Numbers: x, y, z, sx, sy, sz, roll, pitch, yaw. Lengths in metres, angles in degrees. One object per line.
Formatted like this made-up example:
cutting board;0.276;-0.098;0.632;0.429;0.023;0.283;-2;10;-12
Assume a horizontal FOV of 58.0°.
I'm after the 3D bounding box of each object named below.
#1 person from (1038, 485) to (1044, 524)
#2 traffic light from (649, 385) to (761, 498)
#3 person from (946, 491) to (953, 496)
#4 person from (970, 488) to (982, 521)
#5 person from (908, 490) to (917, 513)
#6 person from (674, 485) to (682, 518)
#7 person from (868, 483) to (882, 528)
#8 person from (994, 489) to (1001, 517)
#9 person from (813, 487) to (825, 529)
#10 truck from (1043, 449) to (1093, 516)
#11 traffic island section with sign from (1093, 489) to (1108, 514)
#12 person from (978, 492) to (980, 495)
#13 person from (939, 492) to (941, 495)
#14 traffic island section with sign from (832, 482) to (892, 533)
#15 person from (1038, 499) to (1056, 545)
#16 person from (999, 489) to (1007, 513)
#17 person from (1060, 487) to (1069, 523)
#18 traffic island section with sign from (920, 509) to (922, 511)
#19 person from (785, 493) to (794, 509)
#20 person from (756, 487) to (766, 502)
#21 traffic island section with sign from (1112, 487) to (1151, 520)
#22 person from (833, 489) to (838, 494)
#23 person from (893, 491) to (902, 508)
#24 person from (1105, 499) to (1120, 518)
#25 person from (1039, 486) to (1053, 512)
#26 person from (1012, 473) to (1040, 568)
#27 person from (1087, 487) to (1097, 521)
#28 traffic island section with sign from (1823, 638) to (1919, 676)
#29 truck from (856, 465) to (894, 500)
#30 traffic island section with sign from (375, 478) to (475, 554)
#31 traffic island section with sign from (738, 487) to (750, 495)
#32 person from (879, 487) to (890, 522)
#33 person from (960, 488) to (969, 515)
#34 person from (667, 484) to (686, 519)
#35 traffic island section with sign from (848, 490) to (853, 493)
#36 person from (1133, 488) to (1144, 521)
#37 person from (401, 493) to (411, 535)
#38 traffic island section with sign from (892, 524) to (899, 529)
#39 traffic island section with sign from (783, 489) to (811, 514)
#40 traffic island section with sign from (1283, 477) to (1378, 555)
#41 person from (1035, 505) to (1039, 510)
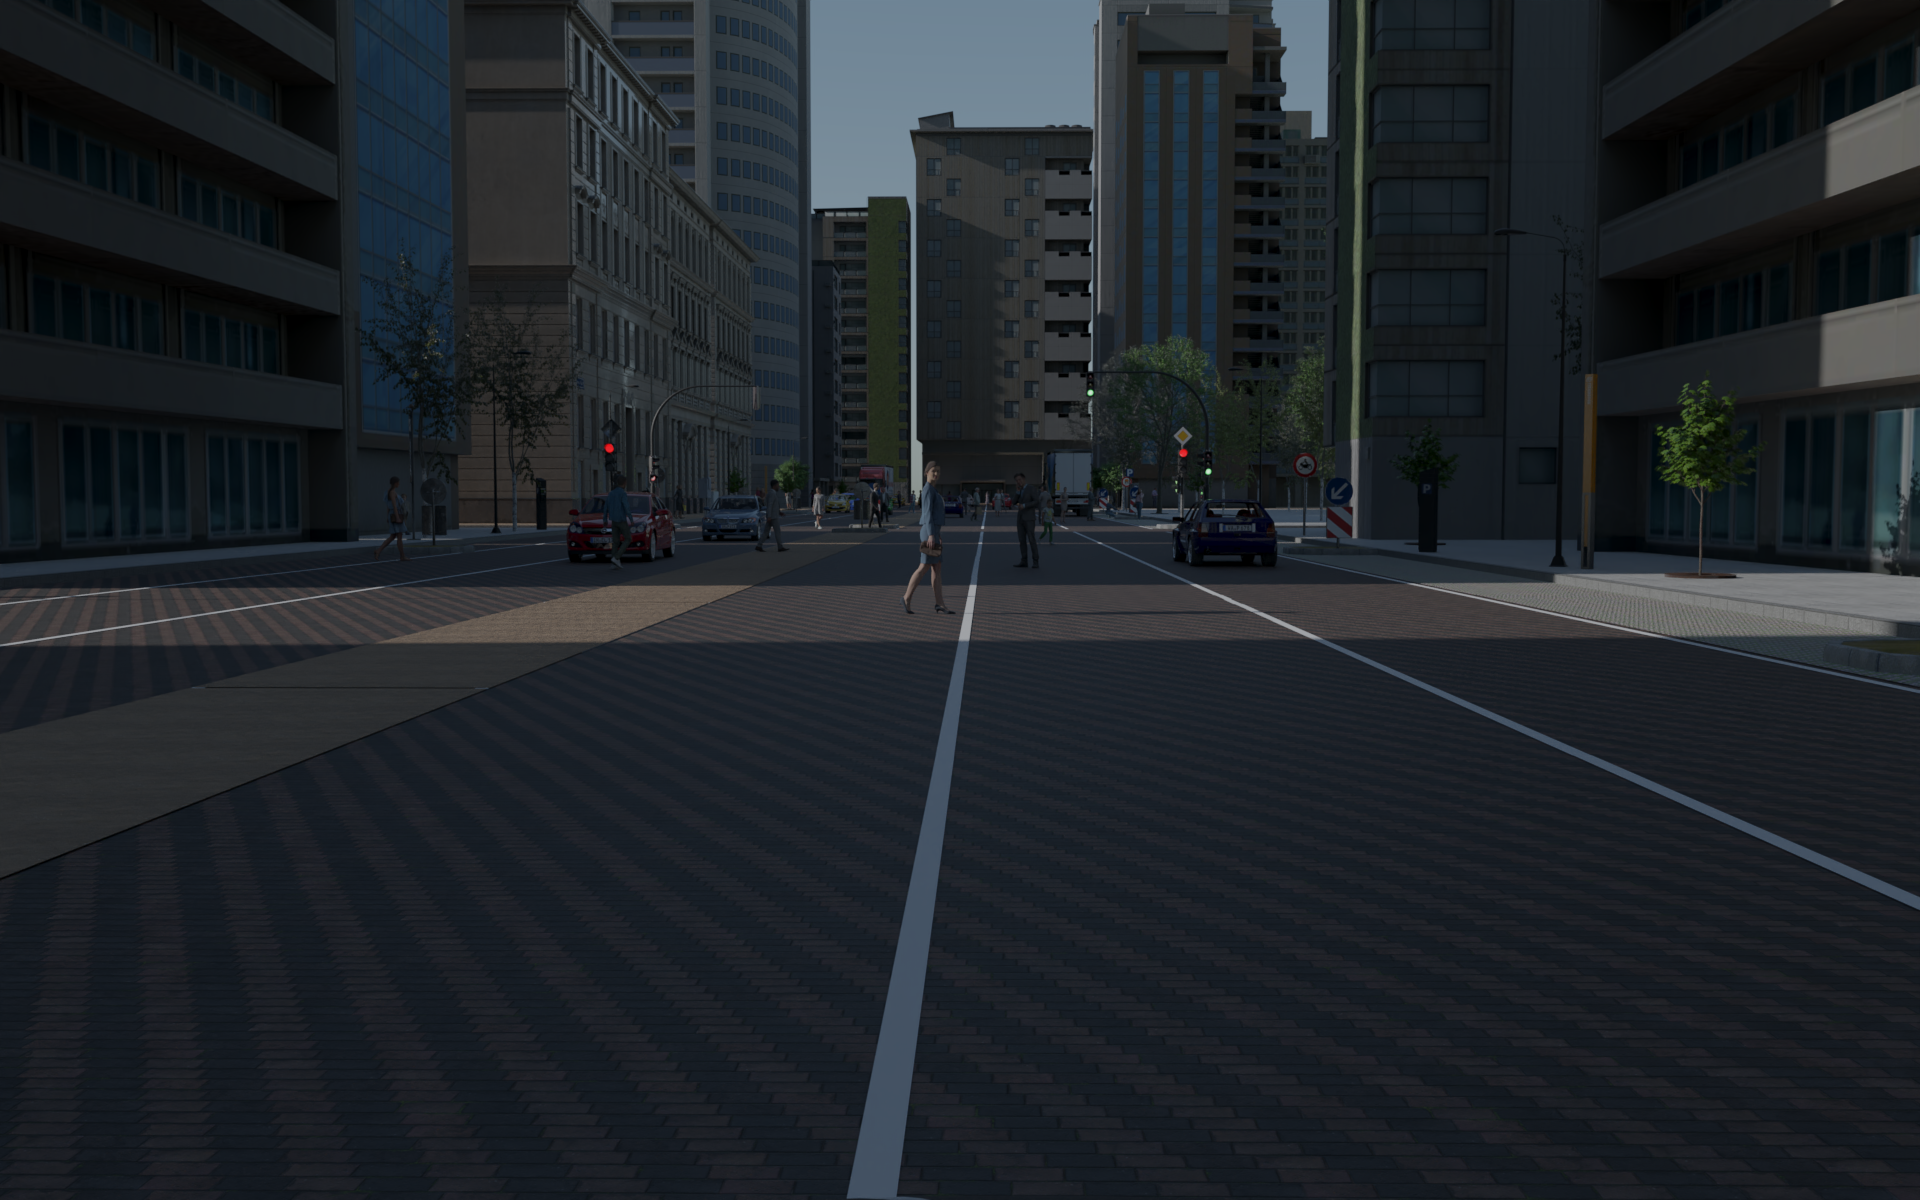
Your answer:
person;3.993;-4.564;82.921;0.655;1.846;0.447;-2;4;-32
traffic light;-10.726;-5.979;72.417;4.771;5.953;1.251;0;4;1
person;-1.074;-10.351;178.427;1.217;1.739;0.721;0;4;7
person;0.868;-5.084;92.111;0.515;1.767;0.782;-1;4;-15
person;-3.502;-7.260;128.044;0.563;1.720;0.643;-3;4;-36
person;-14.849;-5.189;91.456;0.480;1.755;0.524;-3;5;-42
person;-3.208;-3.571;66.661;0.755;1.850;0.659;2;4;24
person;2.393;-6.087;108.593;0.480;1.755;0.524;-2;4;-27
person;-5.856;-3.810;71.543;0.466;1.731;0.760;-2;4;-31
truck;7.096;-7.669;114.295;2.839;4.237;11.283;0;4;0
traffic island section with sign;10.142;-7.076;124.325;1.989;1.847;2.006;0;4;1
person;1.848;-10.628;183.095;0.721;1.723;1.217;0;4;-5
person;-2.694;-12.977;221.188;0.721;1.766;1.217;1;4;11
traffic island section with sign;-3.711;-3.456;64.649;2.006;1.907;1.989;0;4;1
person;2.463;-2.218;49.009;0.590;1.304;0.306;3;5;43
person;3.229;-7.409;129.916;0.573;1.790;0.520;3;5;44
person;5.130;-4.661;85.049;0.599;1.781;0.374;-3;5;-43
traffic island section with sign;-2.357;-8.504;147.184;2.006;1.907;1.989;0;4;1
person;-13.828;-8.216;140.728;0.716;1.782;0.532;0;4;-4
person;-10.784;-5.199;93.478;0.580;1.828;0.573;-2;4;-31
traffic island section with sign;9.696;-5.428;97.374;1.989;1.847;2.006;0;4;1
person;-10.399;-8.278;143.934;0.616;1.811;0.778;-2;4;-29
person;-6.310;-10.157;175.102;0.750;1.759;0.617;-1;4;-19
person;8.974;-5.464;103.335;0.738;1.151;1.012;-2;4;-25
person;3.920;-4.343;79.783;0.678;1.792;0.850;-1;4;-16
person;1.266;-1.555;33.728;0.447;1.846;0.655;-3;5;-44
person;7.073;-5.129;92.537;0.590;1.801;0.661;0;4;-1
traffic island section with sign;8.335;-0.344;14.245;1.989;1.847;2.006;0;4;1
truck;-8.118;-10.905;167.204;2.839;4.237;11.283;0;4;3
traffic island section with sign;-13.025;-2.067;42.428;1.989;1.847;2.006;0;4;1
traffic island section with sign;-12.130;-5.414;97.146;1.989;1.847;2.006;0;4;1
person;-3.859;-4.842;88.070;0.661;1.777;0.834;-1;4;-19
person;0.253;-6.719;118.160;0.655;1.846;0.447;-1;4;-20
person;-14.917;-5.120;89.976;1.509;1.804;0.699;-2;4;-31
traffic island section with sign;-10.867;-10.132;174.291;1.989;1.847;2.006;0;4;1
person;9.408;-5.006;90.934;0.593;1.750;0.643;2;4;35
person;-17.375;-2.683;54.182;0.640;1.303;0.475;2;4;26
traffic island section with sign;-3.580;-3.909;72.055;2.006;1.907;1.989;0;4;1
traffic island section with sign;-11.686;-7.062;124.097;1.989;1.847;2.006;0;4;1
traffic island section with sign;8.777;-1.998;41.297;1.989;1.847;2.006;0;4;1
person;5.841;-7.085;124.559;1.509;1.804;0.699;0;4;5
